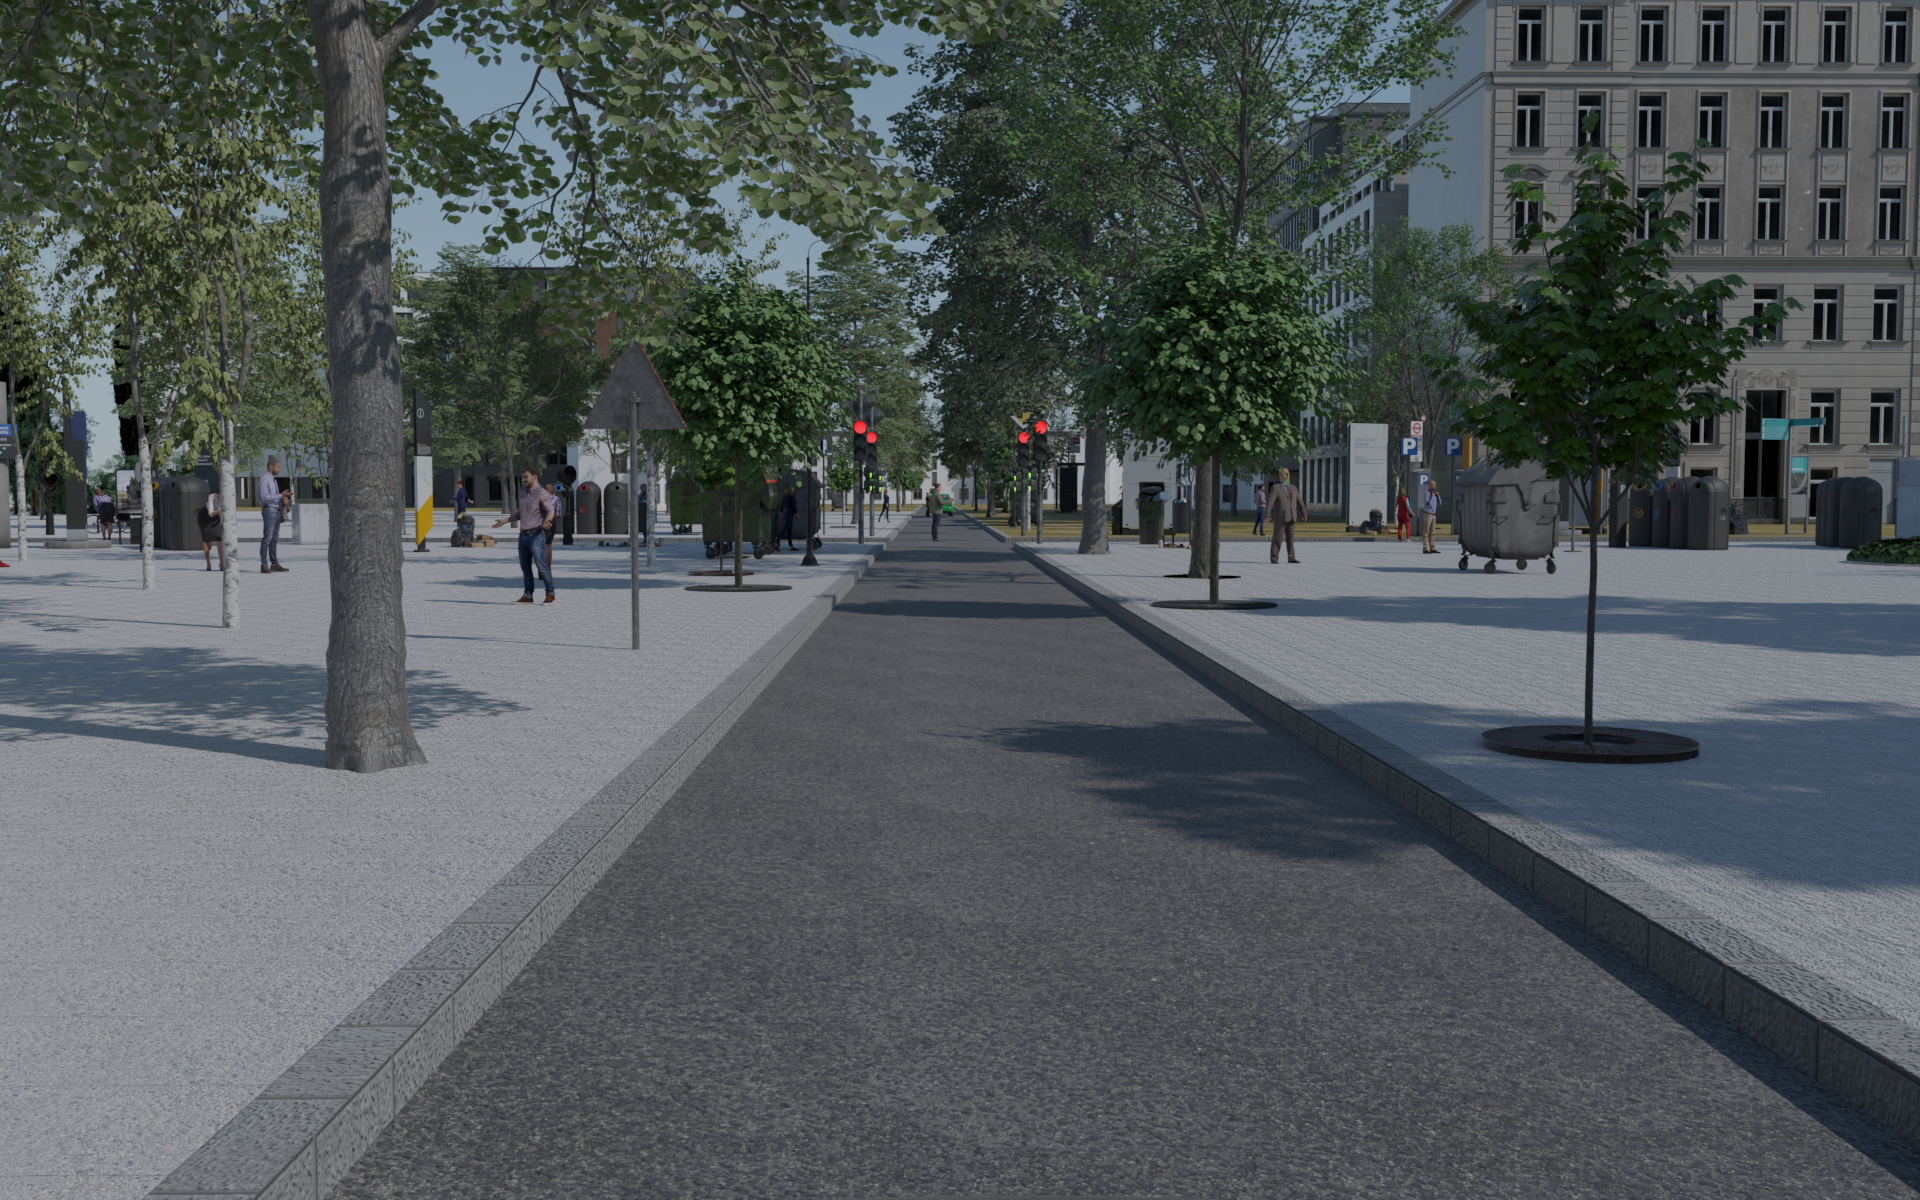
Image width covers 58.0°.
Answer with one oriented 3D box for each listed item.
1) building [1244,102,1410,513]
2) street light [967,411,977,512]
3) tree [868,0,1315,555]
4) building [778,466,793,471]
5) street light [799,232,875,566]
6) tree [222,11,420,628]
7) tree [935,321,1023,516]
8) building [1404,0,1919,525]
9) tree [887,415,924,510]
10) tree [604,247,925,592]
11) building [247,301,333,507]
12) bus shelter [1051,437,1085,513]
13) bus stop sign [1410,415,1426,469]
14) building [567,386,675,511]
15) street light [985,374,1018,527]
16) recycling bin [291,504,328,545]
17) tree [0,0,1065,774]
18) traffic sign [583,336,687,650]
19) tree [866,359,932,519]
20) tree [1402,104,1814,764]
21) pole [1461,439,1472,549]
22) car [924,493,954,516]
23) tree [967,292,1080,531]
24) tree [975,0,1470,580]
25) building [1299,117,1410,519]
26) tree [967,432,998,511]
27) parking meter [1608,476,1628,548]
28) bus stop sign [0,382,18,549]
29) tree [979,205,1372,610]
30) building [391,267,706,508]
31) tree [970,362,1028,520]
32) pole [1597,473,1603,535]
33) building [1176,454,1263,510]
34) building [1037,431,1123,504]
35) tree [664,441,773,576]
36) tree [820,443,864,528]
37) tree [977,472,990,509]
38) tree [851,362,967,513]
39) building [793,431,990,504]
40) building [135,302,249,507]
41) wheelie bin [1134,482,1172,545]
[{"bbox_3d":[28.152,-19.716,115.867,14.314,27.812,24.014,0,4,-1],"label":"building"},{"bbox_3d":[1.045,-7.610,96.972,1.470,5.913,1.316,0,4,-1],"label":"street light"},{"bbox_3d":[2.963,-7.947,36.587,9.857,13.997,8.962,0,3,0],"label":"tree"},{"bbox_3d":[-38.709,-22.749,238.404,31.486,18.905,16.747,0,4,-1],"label":"building"},{"bbox_3d":[-2.150,-3.564,30.817,1.470,5.913,1.316,0,4,-1],"label":"street light"},{"bbox_3d":[-7.191,-4.028,16.226,4.737,8.622,4.395,0,3,0],"label":"tree"},{"bbox_3d":[1.943,-11.034,102.457,6.751,12.117,7.091,0,3,0],"label":"tree"},{"bbox_3d":[33.671,-17.148,77.641,25.104,27.353,12.463,0,4,-1],"label":"building"},{"bbox_3d":[-4.746,-11.649,140.821,4.737,8.622,4.395,0,3,0],"label":"tree"},{"bbox_3d":[-2.915,-2.413,23.164,4.285,4.588,4.351,0,3,0],"label":"tree"},{"bbox_3d":[-63.437,-19.557,176.171,11.380,20.091,16.016,0,4,-1],"label":"building"},{"bbox_3d":[7.394,-8.639,118.884,2.179,5.291,8.768,0,4,-1],"label":"bus shelter"},{"bbox_3d":[15.352,-4.240,58.019,0.855,3.939,0.416,-3,4,-38],"label":"bus stop sign"},{"bbox_3d":[-27.792,-12.215,141.870,9.099,9.664,28.070,0,4,-1],"label":"building"},{"bbox_3d":[1.535,-5.748,66.515,1.470,5.913,1.316,0,4,-1],"label":"street light"},{"bbox_3d":[-16.577,-1.933,44.158,0.722,1.027,0.722,-3,4,-37],"label":"recycling bin"},{"bbox_3d":[-3.214,-5.482,7.754,7.486,12.596,7.792,0,3,0],"label":"tree"},{"bbox_3d":[-2.675,-0.869,14.219,0.884,2.594,0.081,1,4,9],"label":"traffic sign"},{"bbox_3d":[-3.692,-8.482,89.037,4.360,8.622,3.978,0,3,0],"label":"tree"},{"bbox_3d":[3.181,-0.867,8.777,1.663,3.219,1.824,0,3,0],"label":"tree"},{"bbox_3d":[11.854,-2.853,40.487,0.158,3.312,0.155,0,3,0],"label":"pole"},{"bbox_3d":[-1.345,-6.314,112.024,1.959,1.807,4.718,0,4,-2],"label":"car"},{"bbox_3d":[2.352,-6.755,60.810,4.360,8.622,3.978,0,3,0],"label":"tree"},{"bbox_3d":[3.830,-6.131,25.999,9.928,11.665,9.643,0,3,0],"label":"tree"},{"bbox_3d":[25.803,-14.734,95.656,10.420,20.320,16.860,0,4,-1],"label":"building"},{"bbox_3d":[1.362,-12.140,132.904,8.767,10.594,7.601,1,4,14],"label":"tree"},{"bbox_3d":[15.708,-2.178,41.315,0.399,1.863,0.255,-2,4,-31],"label":"parking meter"},{"bbox_3d":[-22.737,-3.164,40.740,0.837,3.901,0.837,3,5,42],"label":"bus stop sign"},{"bbox_3d":[2.973,-2.198,19.648,4.285,4.588,4.351,0,3,0],"label":"tree"},{"bbox_3d":[-40.961,-19.932,169.856,32.646,21.610,27.936,0,4,-1],"label":"building"},{"bbox_3d":[2.606,-8.266,85.515,4.737,8.622,4.395,0,3,0],"label":"tree"},{"bbox_3d":[20.176,-3.717,54.610,0.158,3.312,0.155,0,3,0],"label":"pole"},{"bbox_3d":[24.511,-14.033,171.580,9.099,9.664,28.070,0,4,-1],"label":"building"},{"bbox_3d":[19.947,-17.909,234.951,28.070,9.664,9.099,0,4,-1],"label":"building"},{"bbox_3d":[-3.741,-1.997,27.257,1.663,3.219,1.824,0,3,0],"label":"tree"},{"bbox_3d":[-4.542,-4.388,66.353,1.663,3.219,1.824,0,3,0],"label":"tree"},{"bbox_3d":[1.835,-9.648,152.350,1.663,3.219,1.824,0,3,0],"label":"tree"},{"bbox_3d":[-4.248,-11.389,120.623,8.767,10.594,7.601,0,4,3],"label":"tree"},{"bbox_3d":[-8.421,-17.918,235.107,28.070,9.664,9.099,0,4,-1],"label":"building"},{"bbox_3d":[-74.822,-19.573,176.431,11.380,20.091,16.016,0,4,-1],"label":"building"},{"bbox_3d":[4.903,-2.212,44.081,0.980,1.594,0.693,1,4,13],"label":"wheelie bin"}]
